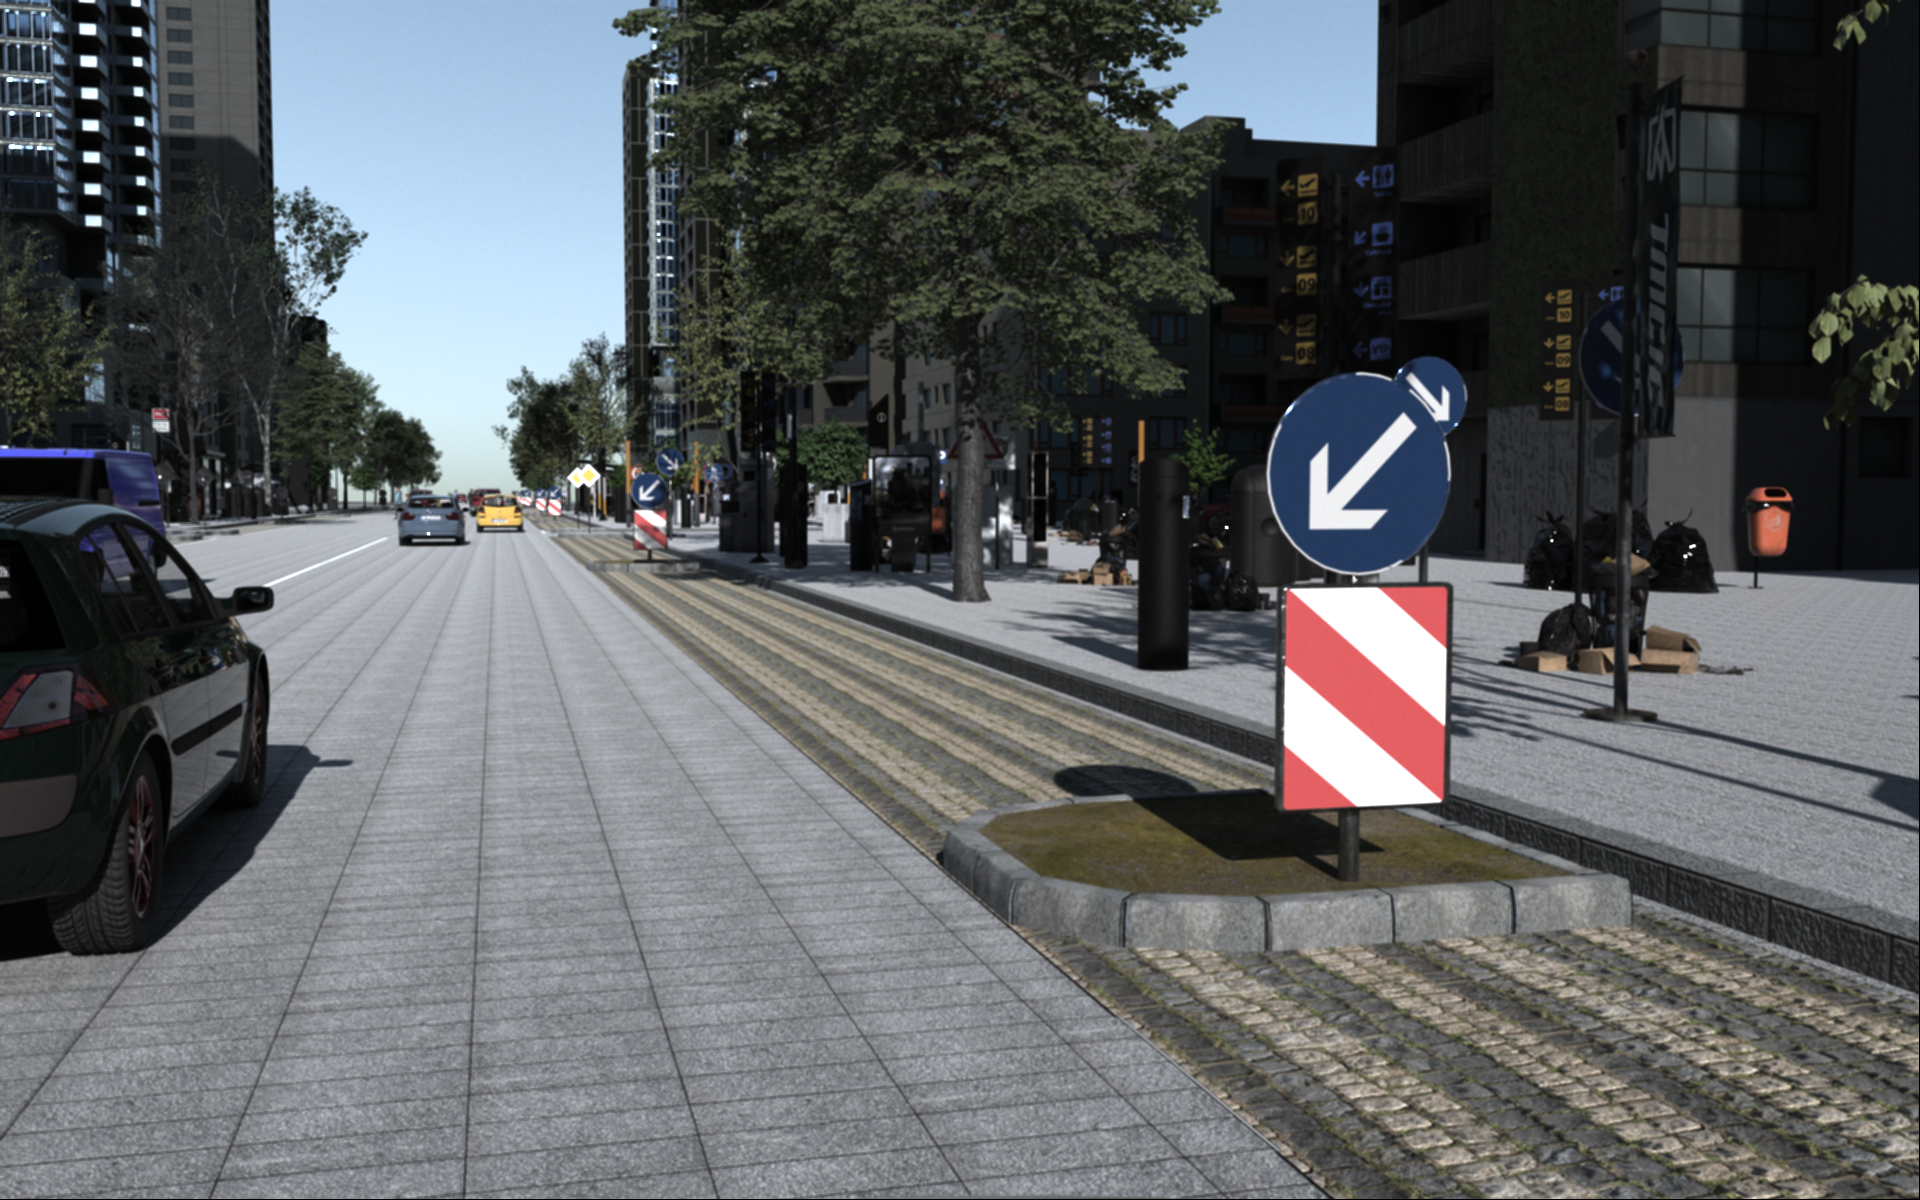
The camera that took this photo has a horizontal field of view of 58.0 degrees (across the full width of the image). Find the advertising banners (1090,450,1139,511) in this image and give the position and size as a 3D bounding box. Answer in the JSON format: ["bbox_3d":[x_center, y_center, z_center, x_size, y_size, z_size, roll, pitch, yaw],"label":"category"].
[{"bbox_3d":[6.219,-4.458,69.077,2.074,3.025,0.090,0,4,-3],"label":"advertising banners"}]

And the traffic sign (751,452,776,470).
[{"bbox_3d":[-5.751,-3.091,50.647,0.768,2.556,0.104,0,4,-8],"label":"traffic sign"}]

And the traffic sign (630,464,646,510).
[{"bbox_3d":[-13.843,-4.553,74.554,0.768,2.556,0.104,-1,4,-13],"label":"traffic sign"}]

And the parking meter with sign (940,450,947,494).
[{"bbox_3d":[-0.805,-4.394,68.109,0.543,3.016,1.738,0,4,2],"label":"parking meter with sign"}]

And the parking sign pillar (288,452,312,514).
[{"bbox_3d":[-42.228,-7.478,110.735,1.447,3.967,1.447,-1,4,-12],"label":"parking sign pillar"}]

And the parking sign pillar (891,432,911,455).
[{"bbox_3d":[-2.554,-5.252,74.341,1.447,3.967,1.447,1,4,21],"label":"parking sign pillar"}]

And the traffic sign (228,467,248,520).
[{"bbox_3d":[-35.074,-5.148,84.167,0.884,2.594,0.081,-1,4,-14],"label":"traffic sign"}]

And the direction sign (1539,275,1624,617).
[{"bbox_3d":[6.526,-1.602,18.183,0.876,3.537,0.379,2,4,34],"label":"direction sign"}]

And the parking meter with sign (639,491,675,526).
[{"bbox_3d":[-12.265,-4.498,69.798,0.543,3.016,1.738,2,4,26],"label":"parking meter with sign"}]

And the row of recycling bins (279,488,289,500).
[{"bbox_3d":[-49.132,-7.256,125.746,3.534,1.692,1.069,-2,4,-34],"label":"row of recycling bins"}]

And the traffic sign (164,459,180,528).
[{"bbox_3d":[-29.680,-3.966,64.848,0.884,2.594,0.081,0,4,-8],"label":"traffic sign"}]

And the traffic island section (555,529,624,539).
[{"bbox_3d":[-12.145,-2.116,56.878,2.009,0.180,2.903,-1,4,-15],"label":"traffic island section"}]

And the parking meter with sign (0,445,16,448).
[{"bbox_3d":[-33.607,-3.947,60.796,0.543,3.016,1.738,-1,4,-16],"label":"parking meter with sign"}]

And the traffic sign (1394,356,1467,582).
[{"bbox_3d":[4.319,-0.978,16.100,0.768,2.556,0.104,-1,4,-12],"label":"traffic sign"}]

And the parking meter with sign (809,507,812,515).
[{"bbox_3d":[-9.286,-6.614,104.401,1.738,3.016,0.543,-1,4,-11],"label":"parking meter with sign"}]

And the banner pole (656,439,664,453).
[{"bbox_3d":[-13.557,-5.401,78.327,0.401,3.779,0.863,1,4,19],"label":"banner pole"}]

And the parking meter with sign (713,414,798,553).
[{"bbox_3d":[-4.466,-2.556,38.047,1.738,3.016,0.543,1,4,21],"label":"parking meter with sign"}]

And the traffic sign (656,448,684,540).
[{"bbox_3d":[-8.039,-2.934,48.082,0.768,2.556,0.104,-1,4,-13],"label":"traffic sign"}]

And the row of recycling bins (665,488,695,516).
[{"bbox_3d":[-16.614,-5.726,100.727,3.534,1.692,1.069,0,4,-5],"label":"row of recycling bins"}]

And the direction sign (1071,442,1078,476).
[{"bbox_3d":[5.248,-5.150,76.192,0.876,3.537,0.379,-2,4,-27],"label":"direction sign"}]

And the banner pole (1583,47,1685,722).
[{"bbox_3d":[3.792,-1.197,9.596,0.401,3.779,0.863,0,4,0],"label":"banner pole"}]

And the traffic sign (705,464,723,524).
[{"bbox_3d":[-10.400,-4.475,73.276,0.768,2.556,0.104,-1,4,-9],"label":"traffic sign"}]

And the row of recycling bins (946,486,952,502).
[{"bbox_3d":[-1.456,-4.994,88.772,1.069,1.692,3.534,-2,4,-32],"label":"row of recycling bins"}]

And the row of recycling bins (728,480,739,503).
[{"bbox_3d":[-6.776,-2.872,54.071,1.069,1.692,3.534,0,4,-4],"label":"row of recycling bins"}]

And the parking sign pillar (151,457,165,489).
[{"bbox_3d":[-57.592,-8.327,124.619,1.447,3.967,1.447,2,4,27],"label":"parking sign pillar"}]

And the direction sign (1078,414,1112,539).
[{"bbox_3d":[3.886,-3.502,49.262,0.876,3.537,0.379,1,4,10],"label":"direction sign"}]

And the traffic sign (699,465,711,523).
[{"bbox_3d":[-11.305,-4.722,77.310,0.768,2.556,0.104,-1,4,-14],"label":"traffic sign"}]

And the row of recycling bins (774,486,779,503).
[{"bbox_3d":[-10.385,-5.086,90.270,1.069,1.692,3.534,-2,4,-35],"label":"row of recycling bins"}]

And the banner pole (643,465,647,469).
[{"bbox_3d":[-23.911,-8.670,131.766,0.401,3.779,0.863,1,4,13],"label":"banner pole"}]

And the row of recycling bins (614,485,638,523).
[{"bbox_3d":[-15.088,-4.348,78.204,1.069,1.692,3.534,-1,4,-16],"label":"row of recycling bins"}]

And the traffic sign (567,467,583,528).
[{"bbox_3d":[-14.228,-3.723,64.510,0.795,2.450,0.064,-1,4,-15],"label":"traffic sign"}]

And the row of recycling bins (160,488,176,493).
[{"bbox_3d":[-53.232,-6.814,118.528,1.069,1.692,3.534,2,4,29],"label":"row of recycling bins"}]

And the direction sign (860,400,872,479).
[{"bbox_3d":[-2.182,-3.068,42.166,0.379,3.537,0.876,0,4,1],"label":"direction sign"}]

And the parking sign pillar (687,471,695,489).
[{"bbox_3d":[-19.677,-8.515,127.690,1.447,3.967,1.447,1,4,16],"label":"parking sign pillar"}]

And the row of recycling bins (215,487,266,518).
[{"bbox_3d":[-39.829,-5.424,95.791,1.069,1.692,3.534,1,4,21],"label":"row of recycling bins"}]

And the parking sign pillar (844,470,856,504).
[{"bbox_3d":[-5.114,-5.655,80.929,1.447,3.967,1.447,-1,4,-13],"label":"parking sign pillar"}]

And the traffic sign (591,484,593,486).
[{"bbox_3d":[-24.311,-7.047,115.224,0.884,2.594,0.081,0,4,-7],"label":"traffic sign"}]

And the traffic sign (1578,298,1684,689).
[{"bbox_3d":[4.348,-0.687,11.334,0.768,2.556,0.104,-1,4,-13],"label":"traffic sign"}]

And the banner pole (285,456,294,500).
[{"bbox_3d":[-44.145,-7.592,114.149,0.863,3.779,0.401,-1,4,-16],"label":"banner pole"}]

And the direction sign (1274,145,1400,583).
[{"bbox_3d":[2.500,-1.198,11.592,0.876,3.537,0.379,3,4,38],"label":"direction sign"}]

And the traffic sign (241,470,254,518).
[{"bbox_3d":[-37.419,-5.553,90.892,0.768,2.556,0.104,0,4,-5],"label":"traffic sign"}]

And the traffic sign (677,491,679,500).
[{"bbox_3d":[-14.857,-5.571,91.195,0.768,2.556,0.104,-1,4,-11],"label":"traffic sign"}]

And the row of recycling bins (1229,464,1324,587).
[{"bbox_3d":[4.650,-1.116,25.368,1.069,1.692,3.534,1,4,22],"label":"row of recycling bins"}]

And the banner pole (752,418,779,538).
[{"bbox_3d":[-5.645,-3.671,50.038,0.863,3.779,0.401,-2,4,-33],"label":"banner pole"}]

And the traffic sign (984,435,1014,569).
[{"bbox_3d":[0.632,-1.668,29.394,0.606,2.300,0.079,-1,4,-12],"label":"traffic sign"}]

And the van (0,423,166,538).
[{"bbox_3d":[-11.981,-1.125,22.781,2.240,2.365,5.245,-1,4,-14],"label":"van"}]

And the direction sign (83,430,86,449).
[{"bbox_3d":[-30.972,-4.242,61.357,0.379,3.537,0.876,-2,4,-30],"label":"direction sign"}]

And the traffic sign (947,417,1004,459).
[{"bbox_3d":[0.230,-1.610,26.333,0.884,2.594,0.081,-1,4,-12],"label":"traffic sign"}]

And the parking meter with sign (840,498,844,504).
[{"bbox_3d":[-6.143,-5.882,92.437,0.543,3.016,1.738,0,4,3],"label":"parking meter with sign"}]

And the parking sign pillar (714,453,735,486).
[{"bbox_3d":[-14.866,-7.391,109.307,1.447,3.967,1.447,-3,4,-36],"label":"parking sign pillar"}]

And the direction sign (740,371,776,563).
[{"bbox_3d":[-3.743,-2.460,32.217,0.379,3.537,0.876,3,4,39],"label":"direction sign"}]

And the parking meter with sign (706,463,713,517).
[{"bbox_3d":[-13.545,-6.184,97.363,0.543,3.016,1.738,2,4,27],"label":"parking meter with sign"}]
